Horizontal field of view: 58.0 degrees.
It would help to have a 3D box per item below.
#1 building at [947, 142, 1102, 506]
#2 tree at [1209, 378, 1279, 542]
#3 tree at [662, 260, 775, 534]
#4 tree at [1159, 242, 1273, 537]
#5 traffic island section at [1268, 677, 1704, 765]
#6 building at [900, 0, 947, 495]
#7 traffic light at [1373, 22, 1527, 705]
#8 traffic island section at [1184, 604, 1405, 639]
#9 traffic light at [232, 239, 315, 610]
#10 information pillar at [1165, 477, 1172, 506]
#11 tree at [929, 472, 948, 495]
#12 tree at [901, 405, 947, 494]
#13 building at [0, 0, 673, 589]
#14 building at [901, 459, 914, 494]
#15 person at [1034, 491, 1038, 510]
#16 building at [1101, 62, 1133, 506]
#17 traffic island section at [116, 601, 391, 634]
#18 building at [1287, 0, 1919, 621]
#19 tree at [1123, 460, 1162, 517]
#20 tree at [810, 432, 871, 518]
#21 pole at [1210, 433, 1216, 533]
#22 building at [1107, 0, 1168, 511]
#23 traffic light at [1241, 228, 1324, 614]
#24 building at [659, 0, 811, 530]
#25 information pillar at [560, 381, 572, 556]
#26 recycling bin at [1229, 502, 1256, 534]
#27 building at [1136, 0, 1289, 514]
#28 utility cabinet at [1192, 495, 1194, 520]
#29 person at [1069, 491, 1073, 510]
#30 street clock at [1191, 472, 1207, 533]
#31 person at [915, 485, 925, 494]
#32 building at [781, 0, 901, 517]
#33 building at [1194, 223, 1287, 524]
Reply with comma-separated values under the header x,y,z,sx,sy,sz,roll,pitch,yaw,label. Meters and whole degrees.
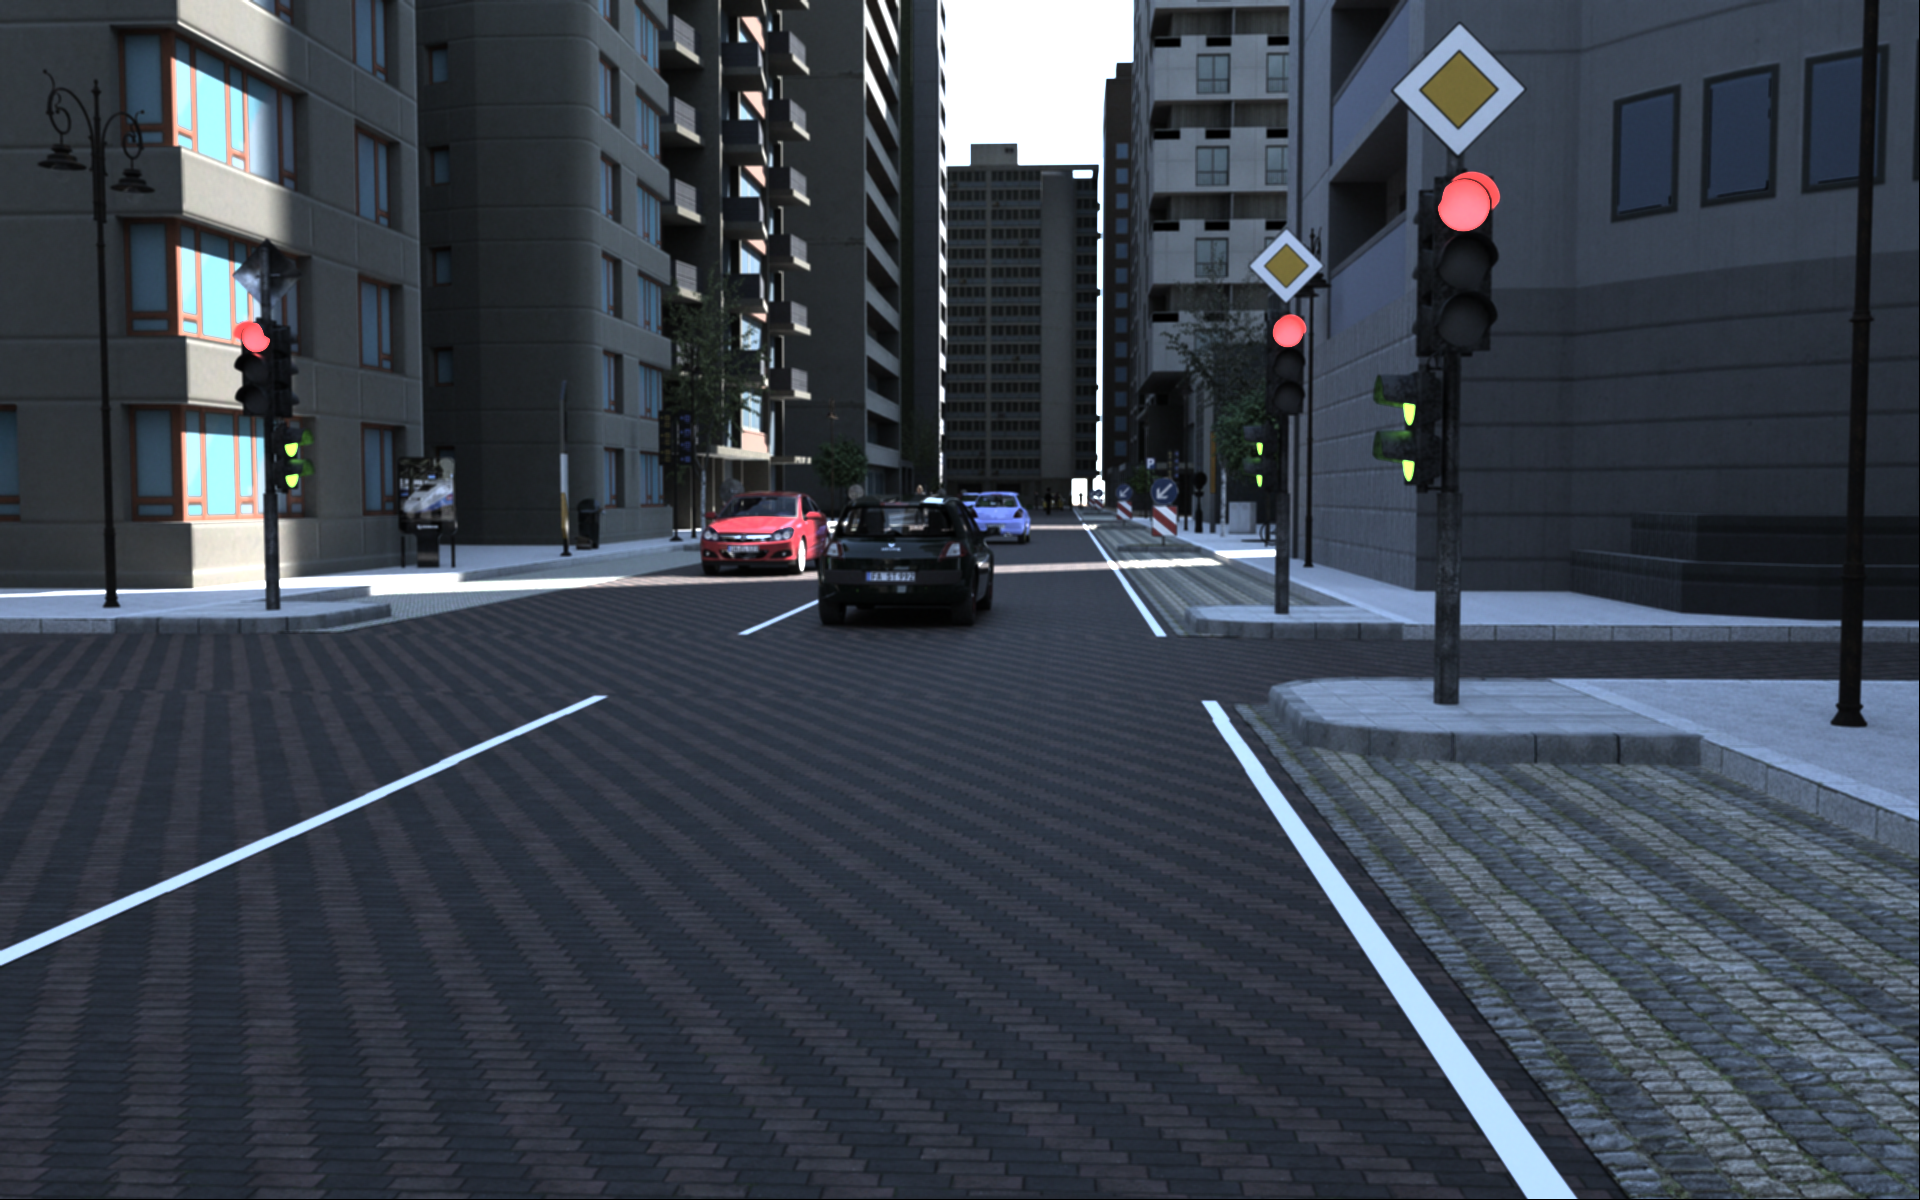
x,y,z,sx,sy,sz,roll,pitch,yaw,label
3.745,-30.722,194.177,23.993,40.220,32.217,0,4,3,building
8.429,-3.858,46.788,4.285,4.588,4.351,0,3,0,tree
-8.157,-6.433,55.536,4.737,8.622,4.395,0,3,0,tree
8.109,-6.189,51.547,4.360,8.622,3.978,0,3,0,tree
3.000,0.714,10.610,2.009,0.180,2.903,0,4,3,traffic island section
-15.505,-37.784,159.770,28.212,58.520,21.231,0,4,3,building
2.961,-1.320,10.498,0.839,4.253,0.868,0,4,3,traffic light
3.474,0.226,18.581,2.009,0.180,2.903,0,4,3,traffic island section
-7.608,-1.846,19.107,0.839,4.253,0.868,0,4,3,traffic light
8.992,-4.297,74.740,0.304,2.012,0.304,1,4,10,information pillar
-2.090,-9.348,147.442,1.663,3.219,1.824,0,3,0,tree
-2.928,-11.759,142.625,4.737,8.622,4.395,0,3,0,tree
-23.304,-11.799,37.949,27.650,21.520,28.899,0,4,3,building
-14.024,-42.023,125.336,20.563,71.187,20.611,0,4,3,building
6.928,-9.162,159.100,0.445,1.727,0.742,-3,4,-36,person
22.213,-32.585,182.882,14.200,45.320,14.600,0,4,3,building
-7.648,0.186,19.244,2.009,0.180,2.903,0,4,3,traffic island section
20.262,-29.527,24.766,28.212,58.520,21.231,0,4,3,building
10.447,-6.399,99.225,1.663,3.219,1.824,0,3,0,tree
-6.319,-6.626,92.054,4.285,4.588,4.351,0,3,0,tree
8.318,-3.857,56.900,0.158,3.312,0.155,0,3,0,pole
24.049,-43.964,157.063,20.563,71.187,20.611,0,4,3,building
3.434,-1.807,18.469,0.839,4.253,0.868,0,4,3,traffic light
-18.495,-25.640,73.833,22.147,44.769,28.867,0,4,3,building
-8.162,-2.714,35.723,0.183,3.616,0.504,0,4,-5,information pillar
9.117,-2.650,55.875,0.722,1.027,0.722,2,4,27,recycling bin
25.582,-32.027,112.876,28.713,52.752,27.495,0,4,3,building
11.765,-4.581,86.058,0.306,1.237,1.020,1,4,18,utility cabinet
9.630,-8.712,151.668,0.721,1.736,1.217,1,4,9,person
7.899,-3.222,57.243,0.471,2.002,0.358,-2,4,-25,street clock
-1.649,-3.988,73.887,0.709,1.800,0.728,2,4,24,person
-15.211,-29.437,104.994,21.300,48.544,21.600,0,4,3,building
21.688,-46.086,66.185,22.319,86.520,31.000,0,4,3,building
